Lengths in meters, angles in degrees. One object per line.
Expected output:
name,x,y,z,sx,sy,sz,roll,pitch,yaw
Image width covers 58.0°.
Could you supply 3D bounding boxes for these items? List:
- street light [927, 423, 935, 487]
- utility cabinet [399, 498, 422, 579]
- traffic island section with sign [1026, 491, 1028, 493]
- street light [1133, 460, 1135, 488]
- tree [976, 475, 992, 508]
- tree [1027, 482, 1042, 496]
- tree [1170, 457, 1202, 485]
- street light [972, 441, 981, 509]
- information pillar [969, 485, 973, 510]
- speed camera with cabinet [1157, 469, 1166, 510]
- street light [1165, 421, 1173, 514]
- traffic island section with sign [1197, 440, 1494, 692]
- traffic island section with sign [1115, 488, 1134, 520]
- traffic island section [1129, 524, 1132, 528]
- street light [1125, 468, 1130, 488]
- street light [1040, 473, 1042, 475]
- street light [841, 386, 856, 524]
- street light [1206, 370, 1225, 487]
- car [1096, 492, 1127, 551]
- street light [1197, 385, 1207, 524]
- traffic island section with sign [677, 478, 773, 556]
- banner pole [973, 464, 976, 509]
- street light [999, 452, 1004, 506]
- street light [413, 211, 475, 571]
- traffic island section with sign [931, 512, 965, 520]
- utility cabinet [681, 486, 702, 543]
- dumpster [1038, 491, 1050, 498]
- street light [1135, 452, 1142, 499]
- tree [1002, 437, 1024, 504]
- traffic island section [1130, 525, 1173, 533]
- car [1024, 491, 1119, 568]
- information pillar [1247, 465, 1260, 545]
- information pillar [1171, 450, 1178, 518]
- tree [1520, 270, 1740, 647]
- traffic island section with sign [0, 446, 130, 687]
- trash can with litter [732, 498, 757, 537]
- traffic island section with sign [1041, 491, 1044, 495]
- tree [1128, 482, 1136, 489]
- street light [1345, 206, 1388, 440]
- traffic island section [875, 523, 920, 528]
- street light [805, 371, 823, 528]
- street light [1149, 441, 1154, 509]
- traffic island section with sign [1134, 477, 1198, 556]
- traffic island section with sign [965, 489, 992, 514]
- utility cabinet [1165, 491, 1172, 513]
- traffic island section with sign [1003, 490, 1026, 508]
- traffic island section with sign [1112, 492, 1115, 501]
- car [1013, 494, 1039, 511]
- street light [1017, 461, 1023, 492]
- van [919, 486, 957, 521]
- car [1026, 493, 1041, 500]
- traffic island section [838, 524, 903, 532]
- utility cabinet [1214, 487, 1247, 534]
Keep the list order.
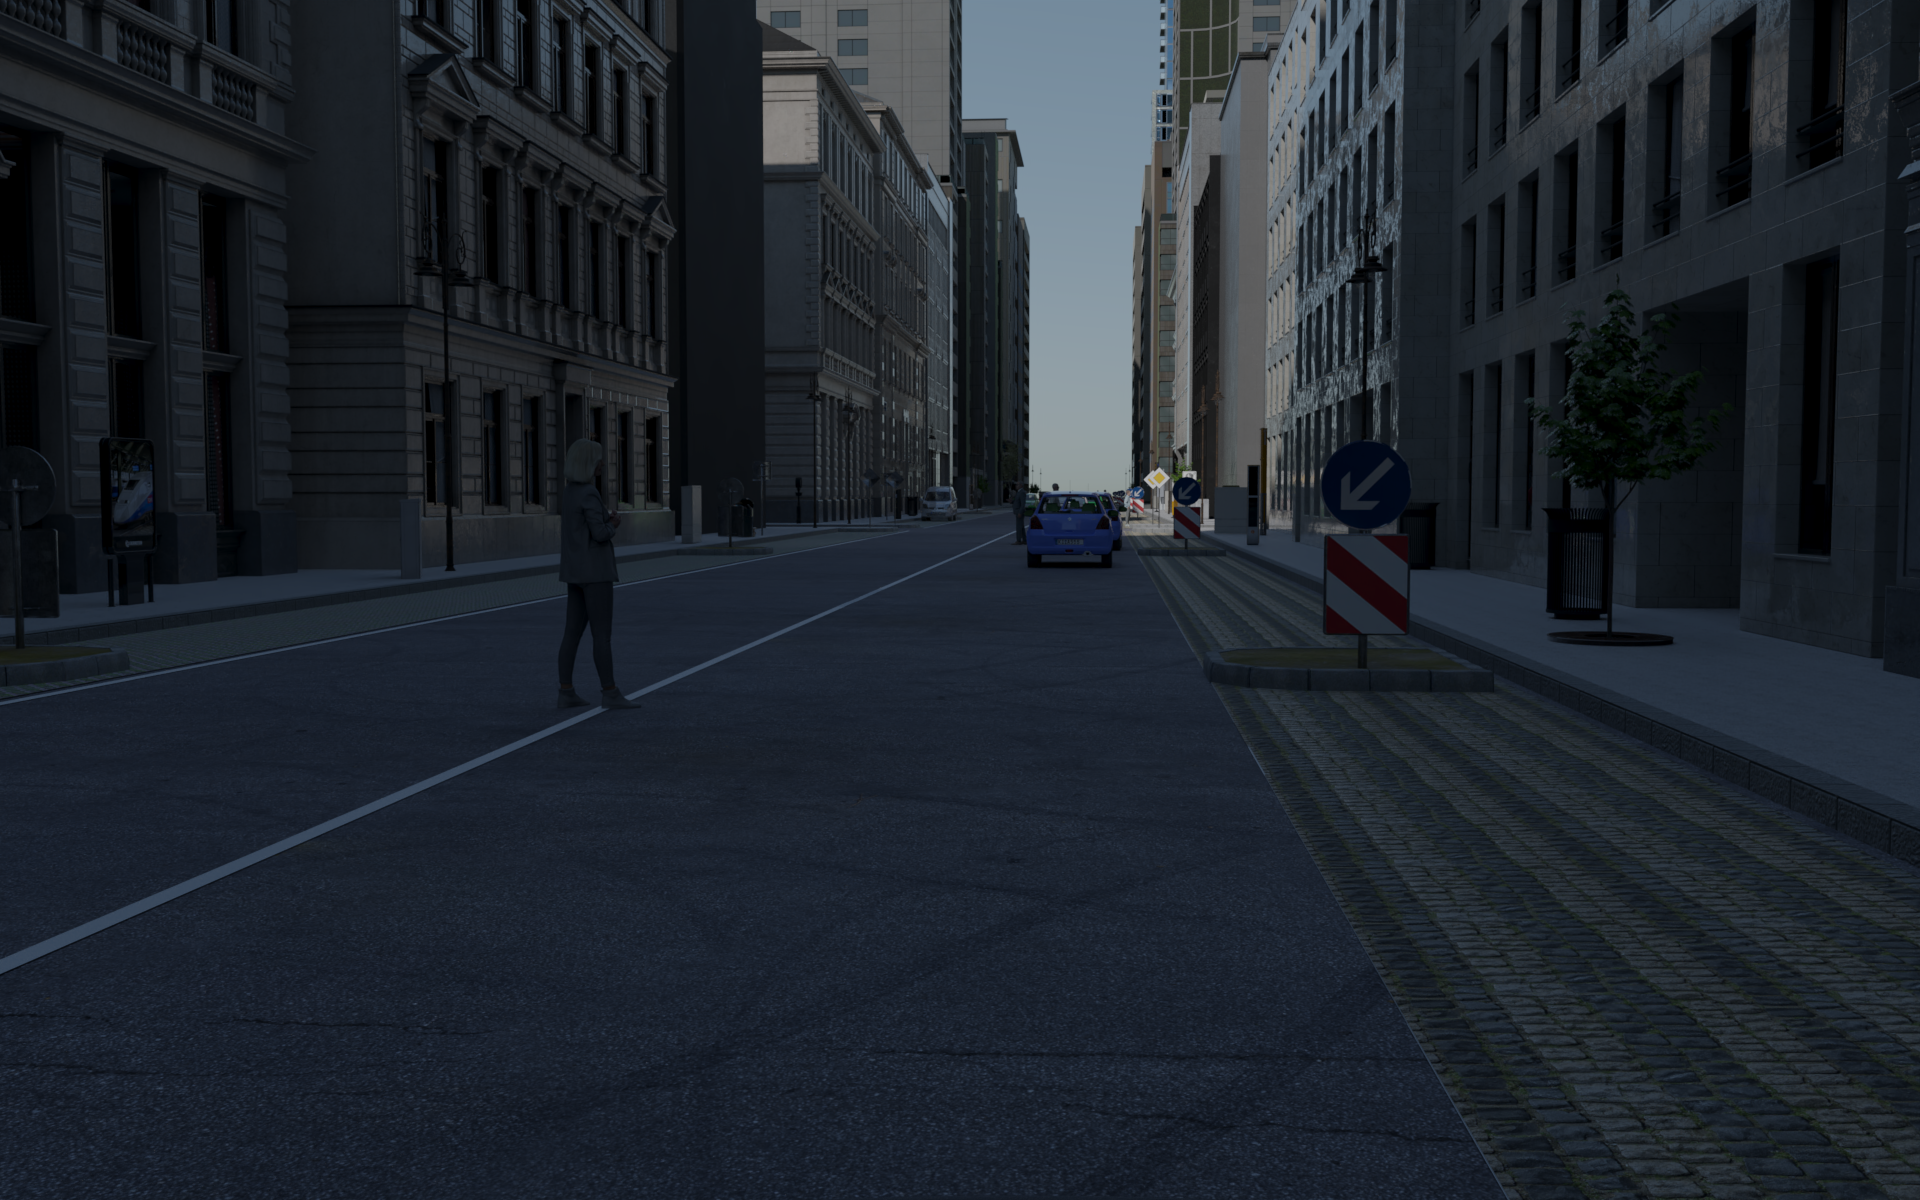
street light,-1.785,-8.456,111.051,0.468,5.910,1.993,0,4,5
utility cabinet,-8.431,-0.943,26.580,0.306,1.237,1.020,-1,4,-16
traffic island section with sign,7.561,-11.701,199.938,1.989,1.847,2.006,0,4,5
street light,22.567,-15.315,223.182,0.468,5.910,1.993,0,4,5
tree,1.877,-9.958,157.411,1.663,3.219,1.824,0,3,0
tree,12.126,-17.388,278.890,1.663,3.219,1.824,0,3,0
tree,11.700,-5.819,89.745,1.663,3.219,1.824,0,3,0
street light,1.561,-10.873,150.568,0.468,5.910,1.993,0,4,5
information pillar,0.904,-8.218,138.854,0.304,2.012,0.304,-1,4,-11
speed camera with cabinet,16.036,-8.719,136.889,0.660,3.252,2.038,1,4,18
street light,13.257,-8.379,109.778,0.468,5.910,1.993,0,4,5
traffic island section with sign,2.922,-0.294,13.438,1.989,1.847,2.006,0,4,5
traffic island section with sign,9.650,-5.290,95.114,1.989,1.847,2.006,0,4,5
traffic island section,8.159,-3.108,73.098,2.009,0.180,2.903,0,4,5
street light,26.402,-18.154,269.610,0.468,5.910,1.993,0,4,5
street light,14.279,-20.392,306.198,0.468,5.910,1.993,0,4,5
street light,-4.761,-6.207,74.272,0.468,5.910,1.993,0,4,5
street light,9.570,-5.609,64.491,0.468,5.910,1.993,0,4,5
car,3.387,-2.179,45.213,1.945,1.707,3.694,0,4,6
street light,10.298,-6.159,73.480,0.468,5.910,1.993,0,4,5
traffic island section with sign,-5.499,-1.983,41.053,1.989,1.847,2.006,0,4,5
banner pole,1.194,-9.441,144.382,0.401,3.779,0.863,1,4,21
street light,4.442,-13.123,187.343,0.468,5.910,1.993,0,4,5
street light,-8.492,-3.418,28.673,0.468,5.910,1.993,0,4,5
traffic island section with sign,-0.911,-5.392,96.786,1.989,1.847,2.006,0,4,5
utility cabinet,-7.026,-2.236,45.243,0.318,1.500,1.173,0,4,3
dumpster,12.795,-15.504,261.702,1.865,1.857,1.264,0,4,6
street light,19.407,-13.053,186.203,0.468,5.910,1.993,0,4,5
tree,6.226,-16.379,218.161,4.360,8.622,3.978,0,3,0
traffic island section,7.504,-2.621,65.140,2.009,0.180,2.903,0,4,5
car,2.239,-1.554,34.997,1.945,1.707,3.694,0,4,4
information pillar,7.376,-2.388,43.542,0.304,2.012,0.304,1,4,12
information pillar,11.497,-6.194,92.624,0.183,3.616,0.504,3,4,36
tree,5.529,-1.243,14.920,1.663,3.219,1.824,0,3,0
traffic island section with sign,-7.758,-0.305,13.613,1.989,1.847,2.006,0,4,5
trash can with litter,-6.408,-2.457,51.554,0.624,1.170,1.055,0,4,4
traffic island section with sign,14.387,-16.773,282.860,1.989,1.847,2.006,0,4,5
tree,24.706,-15.529,248.493,1.663,3.219,1.824,0,3,0
street light,6.581,-3.388,28.182,0.468,5.910,1.993,0,4,5
traffic island section,-2.795,-3.163,74.000,2.009,0.180,2.903,0,4,5
street light,-5.468,-5.650,65.159,0.468,5.910,1.993,0,4,5
street light,16.553,-10.807,149.476,0.468,5.910,1.993,0,4,5
traffic island section with sign,5.163,-1.952,40.543,1.989,1.847,2.006,0,4,5
traffic island section with sign,1.277,-7.035,123.653,1.989,1.847,2.006,0,4,5
utility cabinet,14.153,-6.640,117.236,0.318,1.500,1.173,1,4,22
traffic island section with sign,5.329,-10.042,172.817,1.989,1.847,2.006,0,4,5
traffic island section with sign,11.866,-6.933,121.979,1.989,1.847,2.006,0,4,5
car,5.183,-7.689,134.506,1.959,1.807,4.718,0,4,7
street light,8.319,-15.942,233.439,0.468,5.910,1.993,0,4,5
van,-1.100,-5.180,91.707,2.013,2.044,4.112,0,4,4
car,5.471,-7.964,139.259,2.155,1.783,4.494,0,4,3
traffic island section,-3.450,-2.677,66.042,2.009,0.180,2.903,0,4,5
utility cabinet,8.786,-2.871,55.625,1.173,1.500,0.318,1,4,22
